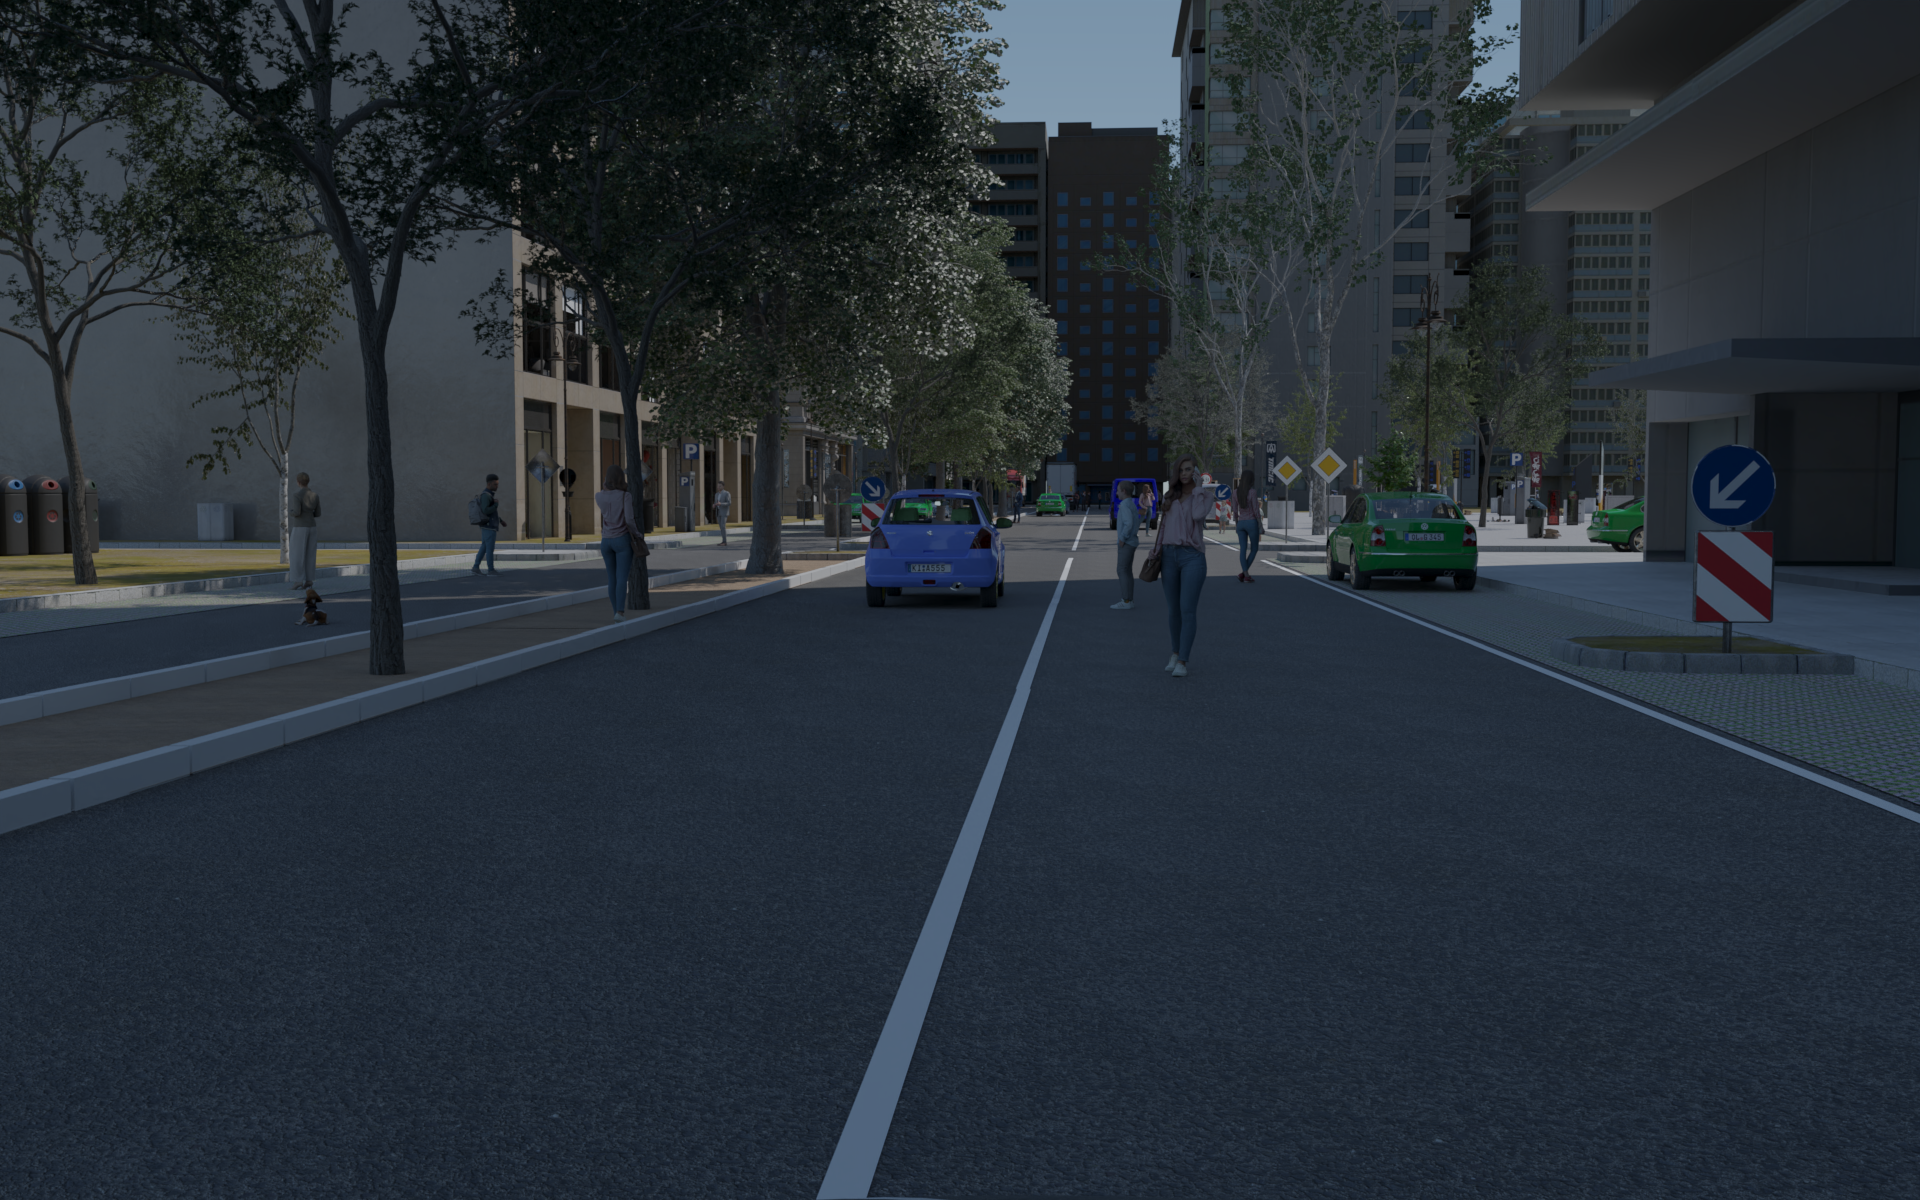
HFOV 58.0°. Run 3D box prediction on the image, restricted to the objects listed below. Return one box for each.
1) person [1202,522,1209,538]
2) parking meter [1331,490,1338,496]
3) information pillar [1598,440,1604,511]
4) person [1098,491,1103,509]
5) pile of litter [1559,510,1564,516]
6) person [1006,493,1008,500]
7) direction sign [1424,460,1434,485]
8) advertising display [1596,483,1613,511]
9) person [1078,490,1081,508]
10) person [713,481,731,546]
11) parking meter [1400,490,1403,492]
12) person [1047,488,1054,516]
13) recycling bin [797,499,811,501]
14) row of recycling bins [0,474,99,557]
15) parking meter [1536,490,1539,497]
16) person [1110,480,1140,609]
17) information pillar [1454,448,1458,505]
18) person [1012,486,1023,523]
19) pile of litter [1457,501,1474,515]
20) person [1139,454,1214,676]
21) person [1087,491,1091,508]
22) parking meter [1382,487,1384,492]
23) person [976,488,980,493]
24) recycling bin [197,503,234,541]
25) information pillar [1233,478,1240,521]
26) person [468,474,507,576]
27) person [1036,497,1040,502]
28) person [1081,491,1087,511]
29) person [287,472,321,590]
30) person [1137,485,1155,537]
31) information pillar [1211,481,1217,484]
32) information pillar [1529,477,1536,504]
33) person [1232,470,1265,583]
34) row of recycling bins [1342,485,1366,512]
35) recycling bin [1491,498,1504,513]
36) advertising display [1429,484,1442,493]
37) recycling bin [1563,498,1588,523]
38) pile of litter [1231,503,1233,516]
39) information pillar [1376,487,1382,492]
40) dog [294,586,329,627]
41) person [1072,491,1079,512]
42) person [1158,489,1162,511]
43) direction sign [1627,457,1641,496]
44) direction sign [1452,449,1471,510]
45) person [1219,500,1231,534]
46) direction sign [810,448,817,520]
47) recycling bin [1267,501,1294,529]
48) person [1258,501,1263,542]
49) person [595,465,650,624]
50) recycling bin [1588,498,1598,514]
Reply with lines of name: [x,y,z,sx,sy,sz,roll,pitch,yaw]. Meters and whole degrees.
person: [6.564,-2.134,48.890,1.012,1.151,0.738,0,4,0]
parking meter: [22.484,-5.847,104.007,0.372,1.533,0.369,0,3,0]
information pillar: [27.945,-5.147,75.515,0.183,3.616,0.504,2,4,30]
person: [13.174,-9.356,162.176,0.721,1.736,1.217,1,4,18]
pile of litter: [35.668,-5.391,102.113,1.719,0.858,1.176,0,4,7]
person: [3.473,-7.757,136.043,0.721,1.735,1.217,3,4,36]
direction sign: [31.570,-7.629,116.723,0.379,3.537,0.876,-2,4,-29]
advertising display: [36.996,-5.766,99.483,0.123,1.923,0.974,-3,5,-41]
person: [12.388,-10.535,180.768,0.705,1.821,1.348,1,4,13]
person: [-6.666,-2.408,48.065,0.606,1.804,0.583,2,4,34]
parking meter: [28.137,-6.263,110.818,0.372,1.533,0.369,0,3,0]
person: [6.025,-6.527,114.987,0.659,1.850,0.755,1,4,20]
recycling bin: [-8.088,-4.780,90.714,0.722,1.027,0.722,-1,4,-20]
row of recycling bins: [-19.623,-1.782,36.241,1.069,1.692,3.534,1,4,18]
parking meter: [34.179,-5.782,102.951,0.372,1.533,0.369,0,3,0]
person: [2.089,-0.701,21.767,0.330,1.601,0.589,2,4,26]
information pillar: [25.394,-5.957,88.752,0.183,3.616,0.504,0,4,8]
person: [2.804,-4.650,84.711,0.419,1.800,0.721,-3,4,-37]
pile of litter: [30.708,-5.601,105.541,1.719,0.858,1.176,-2,4,-31]
person: [1.769,-0.289,13.821,0.593,1.750,0.643,2,4,32]
person: [13.780,-10.712,184.435,0.445,1.727,0.742,0,4,1]
parking meter: [26.827,-6.355,109.620,0.399,1.863,0.255,0,4,6]
person: [1.385,-7.529,131.230,0.705,1.869,1.348,-1,4,-15]
recycling bin: [-20.377,-2.132,47.417,0.722,1.027,0.722,0,4,-2]
information pillar: [13.041,-4.706,81.430,0.304,2.012,0.304,3,5,44]
person: [-8.189,-1.300,30.109,0.721,1.781,0.623,-2,4,-27]
person: [6.809,-8.266,146.882,0.697,1.427,0.421,1,4,10]
person: [10.331,-8.271,144.538,0.445,1.727,0.742,1,4,20]
person: [-9.823,-1.030,25.889,0.362,1.759,0.519,2,4,29]
person: [6.196,-3.018,58.441,0.593,1.750,0.643,-3,5,-40]
information pillar: [14.066,-5.597,95.999,0.304,2.012,0.304,2,4,26]
information pillar: [25.059,-4.374,76.000,0.304,2.012,0.304,0,4,-6]
person: [4.673,-1.192,28.007,0.555,1.821,0.388,2,4,31]
row of recycling bins: [17.610,-4.319,77.727,1.069,1.692,3.534,1,4,9]
recycling bin: [36.151,-6.346,116.311,0.722,1.027,0.722,-3,5,-41]
advertising display: [30.131,-6.399,109.843,0.974,1.923,0.123,-1,4,-22]
recycling bin: [27.479,-3.972,77.491,0.722,1.027,0.722,0,4,-1]
pile of litter: [16.252,-5.453,103.127,1.719,0.858,1.176,-3,5,-41]
information pillar: [24.416,-5.901,100.970,0.304,2.012,0.304,1,4,11]
dog: [-7.202,0.068,19.079,0.550,0.427,0.748,1,4,10]
person: [9.081,-7.730,136.359,0.593,1.643,0.415,0,4,-3]
person: [16.316,-8.171,142.108,0.705,1.823,1.348,-1,4,-11]
direction sign: [41.399,-6.998,106.420,0.876,3.537,0.379,-1,4,-13]
direction sign: [25.056,-5.785,86.574,0.876,3.537,0.379,1,4,21]
person: [9.490,-2.964,61.979,0.505,1.210,0.382,2,4,26]
direction sign: [-7.186,-5.670,84.698,0.379,3.537,0.876,1,4,15]
recycling bin: [11.795,-3.126,63.659,0.722,1.027,0.722,-3,5,-41]
person: [8.212,-2.121,47.860,0.332,1.250,0.352,2,4,24]
person: [-3.727,-0.599,18.882,0.593,1.750,0.643,1,4,17]
recycling bin: [41.410,-6.166,113.360,0.722,1.027,0.722,-2,4,-34]
